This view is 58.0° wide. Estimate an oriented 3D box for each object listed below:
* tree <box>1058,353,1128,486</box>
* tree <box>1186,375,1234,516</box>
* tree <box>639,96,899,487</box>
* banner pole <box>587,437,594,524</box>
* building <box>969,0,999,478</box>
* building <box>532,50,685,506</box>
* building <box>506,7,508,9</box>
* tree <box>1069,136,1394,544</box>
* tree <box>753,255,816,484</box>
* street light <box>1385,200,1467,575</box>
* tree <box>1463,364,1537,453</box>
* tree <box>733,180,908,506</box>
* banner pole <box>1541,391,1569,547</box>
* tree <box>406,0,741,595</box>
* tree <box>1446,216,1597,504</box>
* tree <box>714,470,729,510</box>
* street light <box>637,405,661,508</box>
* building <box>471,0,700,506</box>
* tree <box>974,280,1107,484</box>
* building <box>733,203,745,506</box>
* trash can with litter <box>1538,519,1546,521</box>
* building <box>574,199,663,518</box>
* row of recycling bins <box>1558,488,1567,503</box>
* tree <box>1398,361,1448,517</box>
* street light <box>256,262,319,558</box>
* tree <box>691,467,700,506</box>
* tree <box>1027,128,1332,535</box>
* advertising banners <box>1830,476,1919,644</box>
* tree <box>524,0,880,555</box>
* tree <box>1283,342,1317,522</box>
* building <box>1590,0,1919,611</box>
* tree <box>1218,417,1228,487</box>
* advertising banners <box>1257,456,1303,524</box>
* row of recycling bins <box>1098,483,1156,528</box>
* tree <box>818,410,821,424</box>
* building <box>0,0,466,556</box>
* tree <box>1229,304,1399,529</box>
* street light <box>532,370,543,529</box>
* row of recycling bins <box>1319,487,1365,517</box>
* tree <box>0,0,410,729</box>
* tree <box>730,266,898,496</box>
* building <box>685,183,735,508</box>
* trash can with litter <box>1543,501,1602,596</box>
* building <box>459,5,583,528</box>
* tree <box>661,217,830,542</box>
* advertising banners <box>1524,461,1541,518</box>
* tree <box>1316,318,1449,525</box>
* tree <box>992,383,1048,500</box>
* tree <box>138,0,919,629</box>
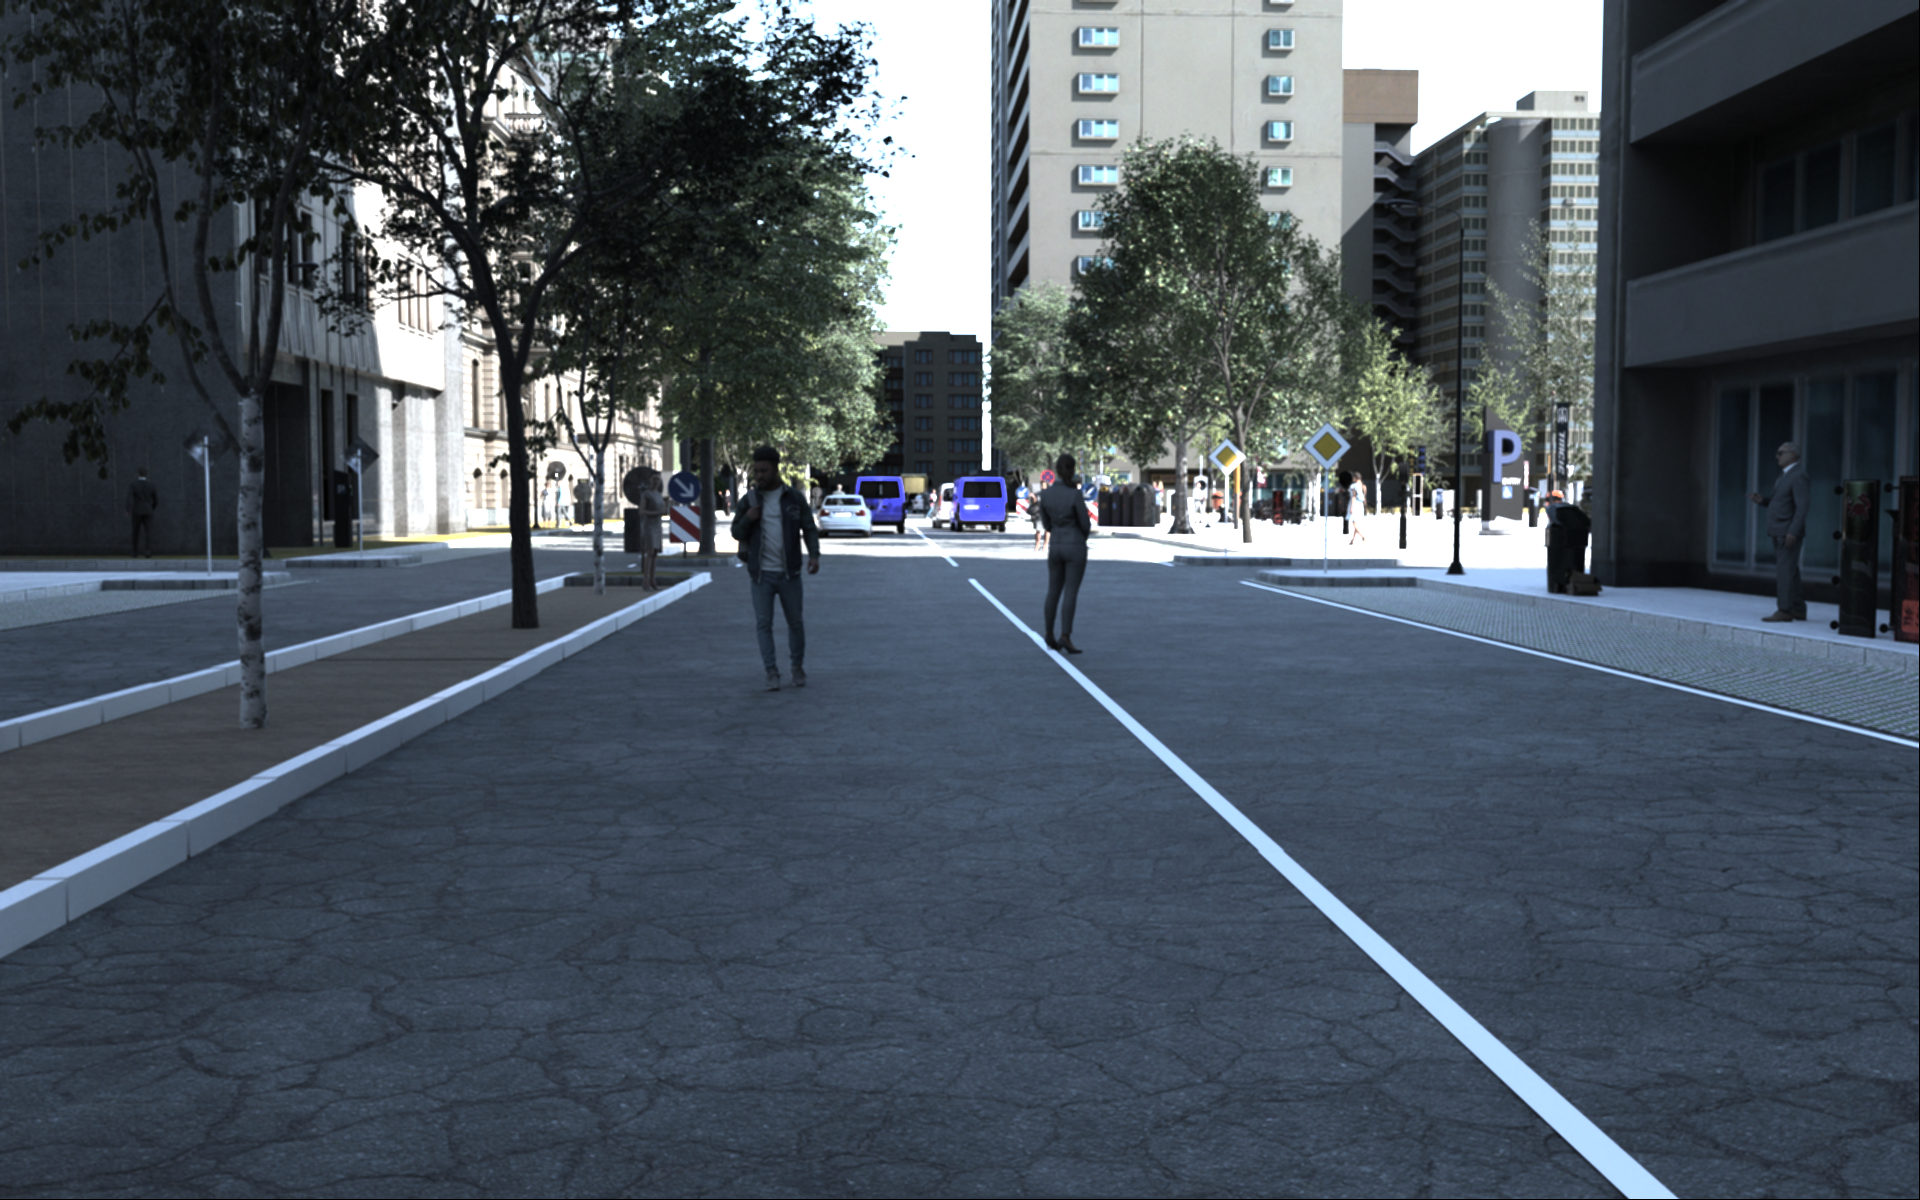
[{"bbox_3d":[6.531,-8.120,83.117,4.737,8.622,4.395,0,3,0],"label":"tree"},{"bbox_3d":[14.915,-9.277,102.044,4.737,8.622,4.395,0,3,0],"label":"tree"},{"bbox_3d":[-6.486,-9.010,56.421,9.857,13.997,8.962,0,3,0],"label":"tree"},{"bbox_3d":[-15.865,-5.164,74.442,0.401,3.779,0.863,0,4,6],"label":"banner pole"},{"bbox_3d":[11.710,-45.058,174.949,20.563,71.187,20.611,0,4,-3],"label":"building"},{"bbox_3d":[-26.730,-21.100,116.682,14.160,30.474,14.107,0,4,-3],"label":"building"},{"bbox_3d":[-46.947,-33.563,172.454,21.600,48.544,21.300,0,4,-3],"label":"building"},{"bbox_3d":[7.336,-6.752,44.808,8.767,10.594,7.601,-1,4,-22],"label":"tree"},{"bbox_3d":[-6.206,-5.907,49.394,4.360,8.622,3.978,0,3,0],"label":"tree"},{"bbox_3d":[7.399,-3.362,27.515,1.470,5.913,1.316,0,4,-3],"label":"street light"},{"bbox_3d":[30.753,-9.109,99.297,4.737,8.622,4.395,0,3,0],"label":"tree"},{"bbox_3d":[-9.661,-14.467,94.874,12.611,20.169,13.585,0,3,0],"label":"tree"},{"bbox_3d":[14.417,-3.167,41.800,0.401,3.779,0.863,-1,4,-16],"label":"banner pole"},{"bbox_3d":[-5.151,-4.388,24.569,4.360,8.622,3.978,0,3,0],"label":"tree"},{"bbox_3d":[15.757,-5.797,45.150,4.360,8.622,3.978,0,3,0],"label":"tree"},{"bbox_3d":[-19.155,-8.685,136.601,1.663,3.219,1.824,0,3,0],"label":"tree"},{"bbox_3d":[-16.322,-7.238,90.881,1.470,5.913,1.316,0,4,-3],"label":"street light"},{"bbox_3d":[-36.438,-27.106,135.072,32.217,40.220,23.993,0,4,-3],"label":"building"},{"bbox_3d":[5.537,-11.984,102.595,9.857,13.997,8.962,0,3,0],"label":"tree"},{"bbox_3d":[-29.327,-30.223,177.747,14.086,41.232,14.154,0,4,-3],"label":"building"},{"bbox_3d":[28.076,-4.308,81.493,1.678,1.210,2.233,3,5,44],"label":"trash can with litter"},{"bbox_3d":[-23.168,-14.392,99.936,10.561,19.102,19.286,0,4,-3],"label":"building"},{"bbox_3d":[40.096,-6.374,111.329,3.534,1.692,1.069,0,4,-7],"label":"row of recycling bins"},{"bbox_3d":[25.646,-8.884,95.618,4.360,8.622,3.978,0,3,0],"label":"tree"},{"bbox_3d":[-13.520,-3.807,34.779,1.470,5.913,1.316,0,4,-3],"label":"street light"},{"bbox_3d":[-18.573,-7.840,122.789,1.663,3.219,1.824,0,3,0],"label":"tree"},{"bbox_3d":[6.925,-8.421,54.694,9.611,12.733,9.660,0,3,0],"label":"tree"},{"bbox_3d":[8.196,-1.138,14.800,0.090,3.025,2.074,-1,4,-9],"label":"advertising banners"},{"bbox_3d":[-5.646,-7.173,37.862,7.486,12.596,7.792,0,3,0],"label":"tree"},{"bbox_3d":[16.146,-7.874,79.107,4.737,8.622,4.395,0,3,0],"label":"tree"},{"bbox_3d":[20.091,-23.821,13.177,21.300,48.544,21.600,0,4,-3],"label":"building"},{"bbox_3d":[18.242,-9.706,109.051,4.360,8.622,3.978,0,3,0],"label":"tree"},{"bbox_3d":[13.568,-4.740,73.693,2.074,3.025,0.090,0,4,0],"label":"advertising banners"},{"bbox_3d":[6.519,-3.698,67.576,1.069,1.692,3.534,-2,4,-25],"label":"row of recycling bins"},{"bbox_3d":[-7.842,-7.597,77.030,4.360,8.622,3.978,0,3,0],"label":"tree"},{"bbox_3d":[-21.516,-13.892,45.149,12.078,24.808,19.932,0,4,-3],"label":"building"},{"bbox_3d":[12.873,-6.904,63.248,4.360,8.622,3.978,0,3,0],"label":"tree"},{"bbox_3d":[-14.953,-5.544,63.183,1.470,5.913,1.316,0,4,-3],"label":"street light"},{"bbox_3d":[21.187,-5.473,96.602,1.069,1.692,3.534,-2,4,-32],"label":"row of recycling bins"},{"bbox_3d":[-4.330,-3.530,10.533,4.360,8.622,3.978,0,3,0],"label":"tree"},{"bbox_3d":[-7.773,-10.063,83.990,9.611,12.733,9.660,0,3,0],"label":"tree"},{"bbox_3d":[-27.913,-23.432,154.815,14.160,30.474,14.107,0,4,-3],"label":"building"},{"bbox_3d":[7.918,-0.660,22.186,0.624,1.170,1.055,0,4,-6],"label":"trash can with litter"},{"bbox_3d":[-24.142,-15.489,72.335,14.460,24.649,34.723,0,4,-3],"label":"building"},{"bbox_3d":[-5.677,-5.624,44.775,4.737,8.622,4.395,0,3,0],"label":"tree"},{"bbox_3d":[30.409,-5.862,92.032,0.090,3.025,2.074,3,5,43],"label":"advertising banners"},{"bbox_3d":[17.438,-7.417,71.627,4.737,8.622,4.395,0,3,0],"label":"tree"},{"bbox_3d":[4.032,-9.903,112.281,4.360,8.622,3.978,0,3,0],"label":"tree"},{"bbox_3d":[-4.618,-4.990,18.459,8.767,10.594,7.601,0,4,-3],"label":"tree"}]
